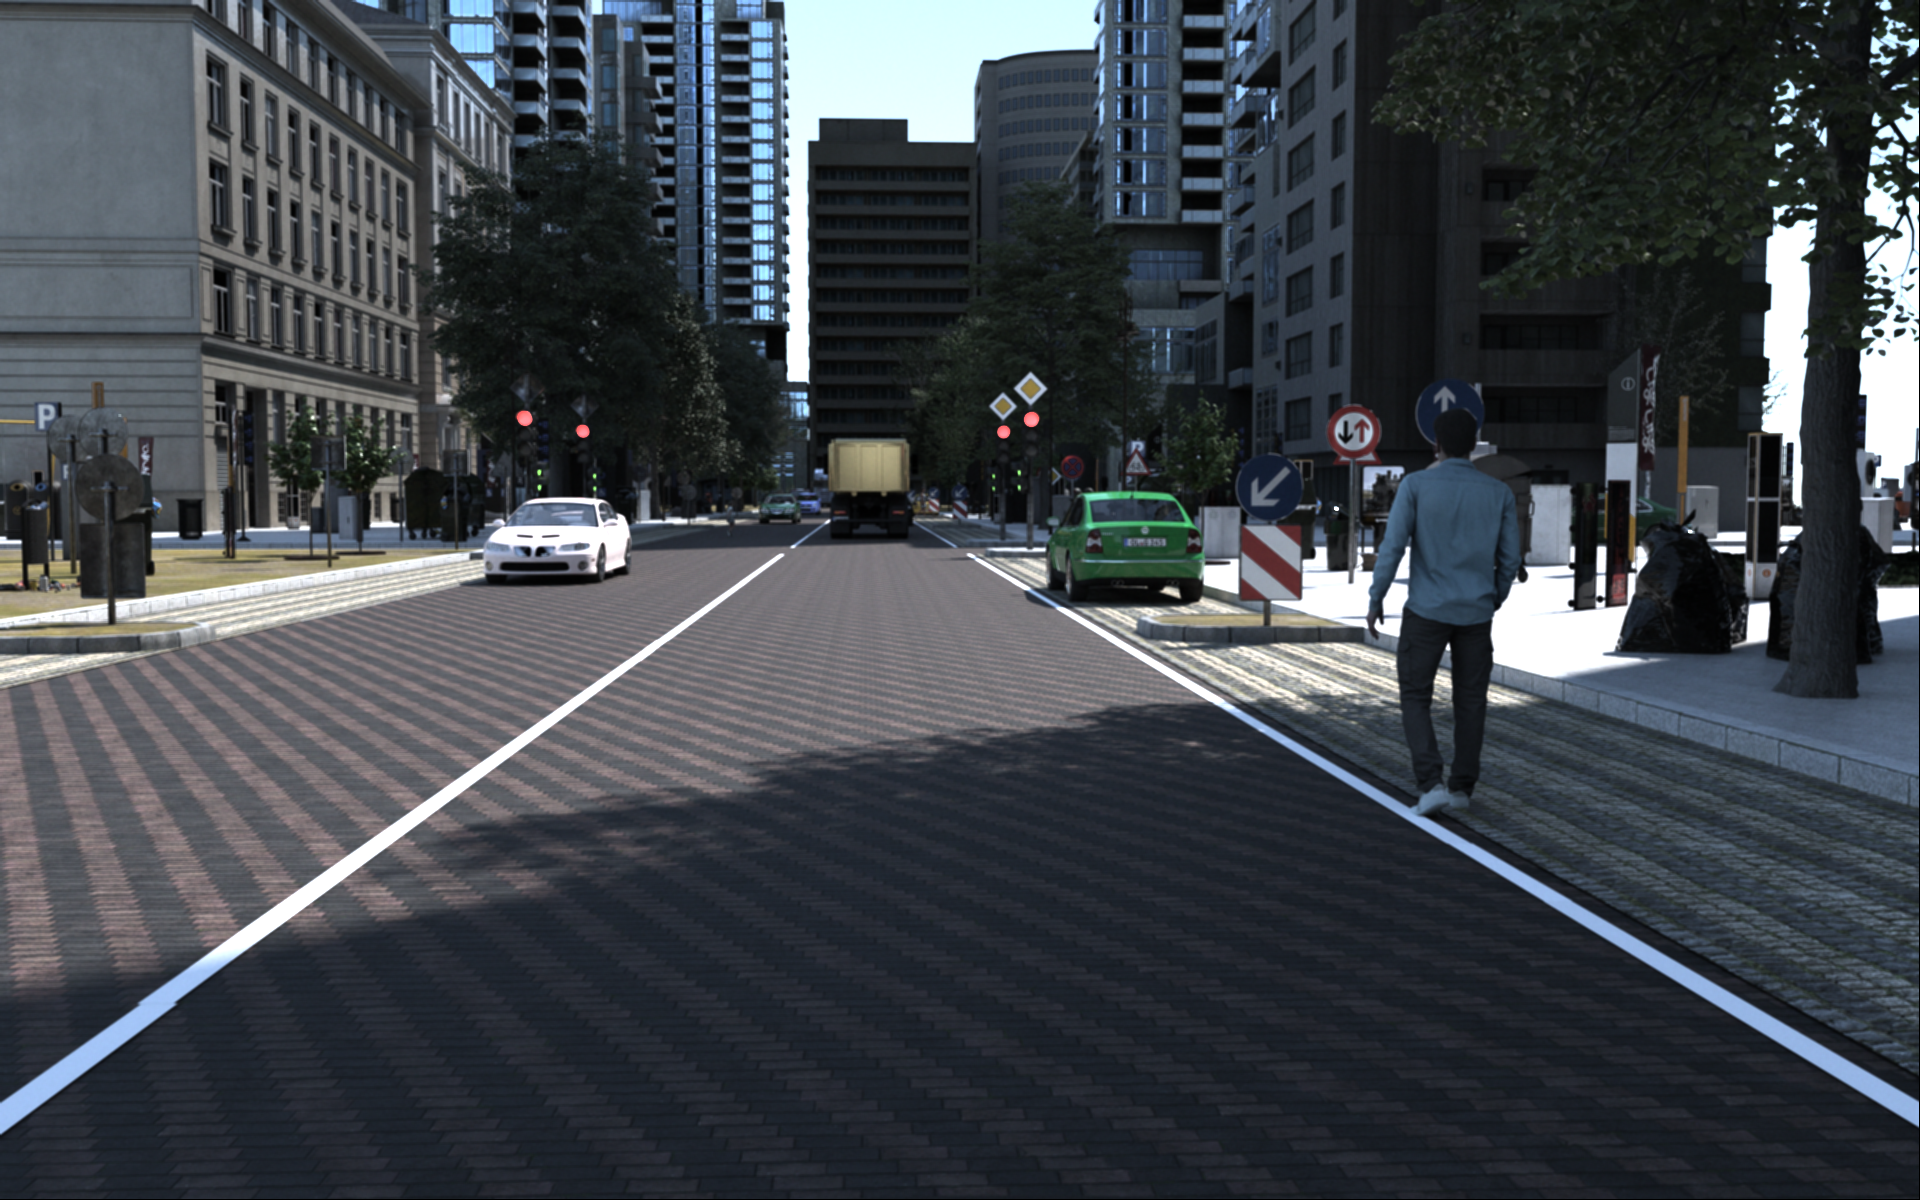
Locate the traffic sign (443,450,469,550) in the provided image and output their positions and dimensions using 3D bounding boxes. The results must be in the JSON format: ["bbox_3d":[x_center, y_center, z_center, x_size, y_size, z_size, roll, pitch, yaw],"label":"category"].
[{"bbox_3d":[-11.637,-2.315,39.987,0.606,2.300,0.079,0,4,6],"label":"traffic sign"}]

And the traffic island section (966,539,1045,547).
[{"bbox_3d":[1.204,-1.565,47.872,2.009,0.180,2.903,0,4,-3],"label":"traffic island section"}]

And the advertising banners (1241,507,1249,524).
[{"bbox_3d":[10.183,-4.256,65.780,2.074,3.025,0.090,-2,4,-33],"label":"advertising banners"}]

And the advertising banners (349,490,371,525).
[{"bbox_3d":[-24.625,-4.498,69.737,0.090,3.025,2.074,2,4,33],"label":"advertising banners"}]

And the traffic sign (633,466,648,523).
[{"bbox_3d":[-14.343,-4.730,77.439,0.768,2.556,0.104,0,4,1],"label":"traffic sign"}]

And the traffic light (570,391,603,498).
[{"bbox_3d":[-10.181,-3.560,47.128,0.839,4.253,0.868,0,4,-3],"label":"traffic light"}]

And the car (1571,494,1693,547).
[{"bbox_3d":[16.325,-2.016,44.752,4.920,1.459,2.131,0,4,-4],"label":"car"}]

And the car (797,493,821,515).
[{"bbox_3d":[-10.500,-6.710,119.297,1.945,1.707,3.694,0,4,-2],"label":"car"}]

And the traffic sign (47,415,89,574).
[{"bbox_3d":[-14.271,-1.694,27.810,0.768,2.556,0.104,0,4,1],"label":"traffic sign"}]

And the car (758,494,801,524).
[{"bbox_3d":[-8.791,-4.465,84.803,2.131,1.459,4.920,0,4,-2],"label":"car"}]

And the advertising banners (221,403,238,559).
[{"bbox_3d":[-14.487,-2.335,34.368,0.090,3.025,2.074,-2,4,-30],"label":"advertising banners"}]

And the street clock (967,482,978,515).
[{"bbox_3d":[0.861,-6.326,108.002,0.471,2.002,0.358,-3,4,-36],"label":"street clock"}]

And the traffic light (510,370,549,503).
[{"bbox_3d":[-9.749,-3.072,39.155,0.839,4.253,0.868,0,4,-3],"label":"traffic light"}]

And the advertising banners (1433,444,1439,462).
[{"bbox_3d":[15.083,-3.402,51.813,2.074,3.025,0.090,3,4,37],"label":"advertising banners"}]

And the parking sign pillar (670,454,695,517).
[{"bbox_3d":[-15.765,-6.728,98.469,1.447,3.967,1.447,1,4,19],"label":"parking sign pillar"}]

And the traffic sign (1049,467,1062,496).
[{"bbox_3d":[3.923,-4.416,73.389,0.795,2.450,0.064,0,4,2],"label":"traffic sign"}]

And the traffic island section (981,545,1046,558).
[{"bbox_3d":[1.635,-1.078,39.898,2.009,0.180,2.903,0,4,-3],"label":"traffic island section"}]

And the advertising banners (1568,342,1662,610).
[{"bbox_3d":[7.474,-1.436,19.672,2.074,3.025,0.090,-3,5,-43],"label":"advertising banners"}]

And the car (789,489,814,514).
[{"bbox_3d":[-11.830,-7.315,128.268,2.281,1.827,5.304,0,4,-5],"label":"car"}]

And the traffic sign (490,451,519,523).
[{"bbox_3d":[-13.596,-3.163,51.721,0.884,2.594,0.081,0,4,0],"label":"traffic sign"}]

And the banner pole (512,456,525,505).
[{"bbox_3d":[-21.580,-5.772,84.391,0.863,3.779,0.401,-2,4,-32],"label":"banner pole"}]

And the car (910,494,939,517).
[{"bbox_3d":[-2.262,-5.987,108.107,2.015,1.641,3.980,0,4,-5],"label":"car"}]

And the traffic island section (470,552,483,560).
[{"bbox_3d":[-9.789,-1.040,39.287,2.009,0.180,2.903,0,4,-3],"label":"traffic island section"}]

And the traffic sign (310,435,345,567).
[{"bbox_3d":[-11.025,-1.719,30.240,0.606,2.300,0.079,0,4,1],"label":"traffic sign"}]

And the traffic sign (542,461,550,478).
[{"bbox_3d":[-15.777,-4.088,66.950,0.768,2.556,0.104,0,4,6],"label":"traffic sign"}]

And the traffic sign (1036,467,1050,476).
[{"bbox_3d":[3.810,-4.760,77.939,0.768,2.556,0.104,0,4,5],"label":"traffic sign"}]

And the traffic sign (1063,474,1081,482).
[{"bbox_3d":[4.611,-4.344,71.131,0.768,2.556,0.104,0,4,3],"label":"traffic sign"}]

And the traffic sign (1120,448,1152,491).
[{"bbox_3d":[4.961,-2.986,48.830,0.884,2.594,0.081,0,4,6],"label":"traffic sign"}]

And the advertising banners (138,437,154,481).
[{"bbox_3d":[-25.703,-3.493,53.305,2.074,3.025,0.090,1,4,11],"label":"advertising banners"}]

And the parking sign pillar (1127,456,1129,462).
[{"bbox_3d":[11.400,-7.671,113.891,1.447,3.967,1.447,0,4,3],"label":"parking sign pillar"}]

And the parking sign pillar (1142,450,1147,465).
[{"bbox_3d":[10.589,-6.532,95.275,1.447,3.967,1.447,1,4,21],"label":"parking sign pillar"}]

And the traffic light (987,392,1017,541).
[{"bbox_3d":[1.163,-3.598,47.756,0.839,4.253,0.868,0,4,-3],"label":"traffic light"}]

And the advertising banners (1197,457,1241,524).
[{"bbox_3d":[7.657,-3.425,52.189,0.090,3.025,2.074,-2,4,-31],"label":"advertising banners"}]

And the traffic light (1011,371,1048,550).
[{"bbox_3d":[1.595,-3.111,39.782,0.839,4.253,0.868,0,4,-3],"label":"traffic light"}]

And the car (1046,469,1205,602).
[{"bbox_3d":[2.249,-0.952,24.362,1.959,1.807,4.718,0,4,-3],"label":"car"}]

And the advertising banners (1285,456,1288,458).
[{"bbox_3d":[14.559,-4.777,74.286,2.074,3.025,0.090,1,4,17],"label":"advertising banners"}]

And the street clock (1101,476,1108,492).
[{"bbox_3d":[5.905,-4.054,70.855,0.358,2.002,0.471,0,4,-2],"label":"street clock"}]

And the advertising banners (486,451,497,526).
[{"bbox_3d":[-19.632,-4.521,70.111,2.074,3.025,0.090,1,4,12],"label":"advertising banners"}]

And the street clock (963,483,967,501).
[{"bbox_3d":[0.422,-6.443,109.920,0.471,2.002,0.358,-1,4,-12],"label":"street clock"}]

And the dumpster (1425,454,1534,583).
[{"bbox_3d":[7.660,-1.224,25.774,1.264,1.857,1.865,0,4,-3],"label":"dumpster"}]

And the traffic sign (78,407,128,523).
[{"bbox_3d":[-12.562,-1.546,25.391,0.768,2.556,0.104,0,4,5],"label":"traffic sign"}]

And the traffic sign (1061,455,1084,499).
[{"bbox_3d":[3.675,-3.455,56.592,0.768,2.556,0.104,0,4,5],"label":"traffic sign"}]

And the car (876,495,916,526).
[{"bbox_3d":[-3.016,-4.243,79.167,2.009,1.686,4.222,0,4,-3],"label":"car"}]

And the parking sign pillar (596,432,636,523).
[{"bbox_3d":[-14.956,-5.353,75.991,1.447,3.967,1.447,3,4,36],"label":"parking sign pillar"}]

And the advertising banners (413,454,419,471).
[{"bbox_3d":[-23.403,-4.886,76.081,0.090,3.025,2.074,1,4,23],"label":"advertising banners"}]

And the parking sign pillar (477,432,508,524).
[{"bbox_3d":[-20.347,-5.308,75.256,1.447,3.967,1.447,2,4,25],"label":"parking sign pillar"}]

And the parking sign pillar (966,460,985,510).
[{"bbox_3d":[1.104,-8.019,119.577,1.447,3.967,1.447,1,4,21],"label":"parking sign pillar"}]

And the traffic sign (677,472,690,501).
[{"bbox_3d":[-15.534,-5.946,97.327,0.768,2.556,0.104,0,4,6],"label":"traffic sign"}]

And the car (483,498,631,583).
[{"bbox_3d":[-6.761,-1.045,29.443,2.083,1.381,4.827,0,4,-2],"label":"car"}]
